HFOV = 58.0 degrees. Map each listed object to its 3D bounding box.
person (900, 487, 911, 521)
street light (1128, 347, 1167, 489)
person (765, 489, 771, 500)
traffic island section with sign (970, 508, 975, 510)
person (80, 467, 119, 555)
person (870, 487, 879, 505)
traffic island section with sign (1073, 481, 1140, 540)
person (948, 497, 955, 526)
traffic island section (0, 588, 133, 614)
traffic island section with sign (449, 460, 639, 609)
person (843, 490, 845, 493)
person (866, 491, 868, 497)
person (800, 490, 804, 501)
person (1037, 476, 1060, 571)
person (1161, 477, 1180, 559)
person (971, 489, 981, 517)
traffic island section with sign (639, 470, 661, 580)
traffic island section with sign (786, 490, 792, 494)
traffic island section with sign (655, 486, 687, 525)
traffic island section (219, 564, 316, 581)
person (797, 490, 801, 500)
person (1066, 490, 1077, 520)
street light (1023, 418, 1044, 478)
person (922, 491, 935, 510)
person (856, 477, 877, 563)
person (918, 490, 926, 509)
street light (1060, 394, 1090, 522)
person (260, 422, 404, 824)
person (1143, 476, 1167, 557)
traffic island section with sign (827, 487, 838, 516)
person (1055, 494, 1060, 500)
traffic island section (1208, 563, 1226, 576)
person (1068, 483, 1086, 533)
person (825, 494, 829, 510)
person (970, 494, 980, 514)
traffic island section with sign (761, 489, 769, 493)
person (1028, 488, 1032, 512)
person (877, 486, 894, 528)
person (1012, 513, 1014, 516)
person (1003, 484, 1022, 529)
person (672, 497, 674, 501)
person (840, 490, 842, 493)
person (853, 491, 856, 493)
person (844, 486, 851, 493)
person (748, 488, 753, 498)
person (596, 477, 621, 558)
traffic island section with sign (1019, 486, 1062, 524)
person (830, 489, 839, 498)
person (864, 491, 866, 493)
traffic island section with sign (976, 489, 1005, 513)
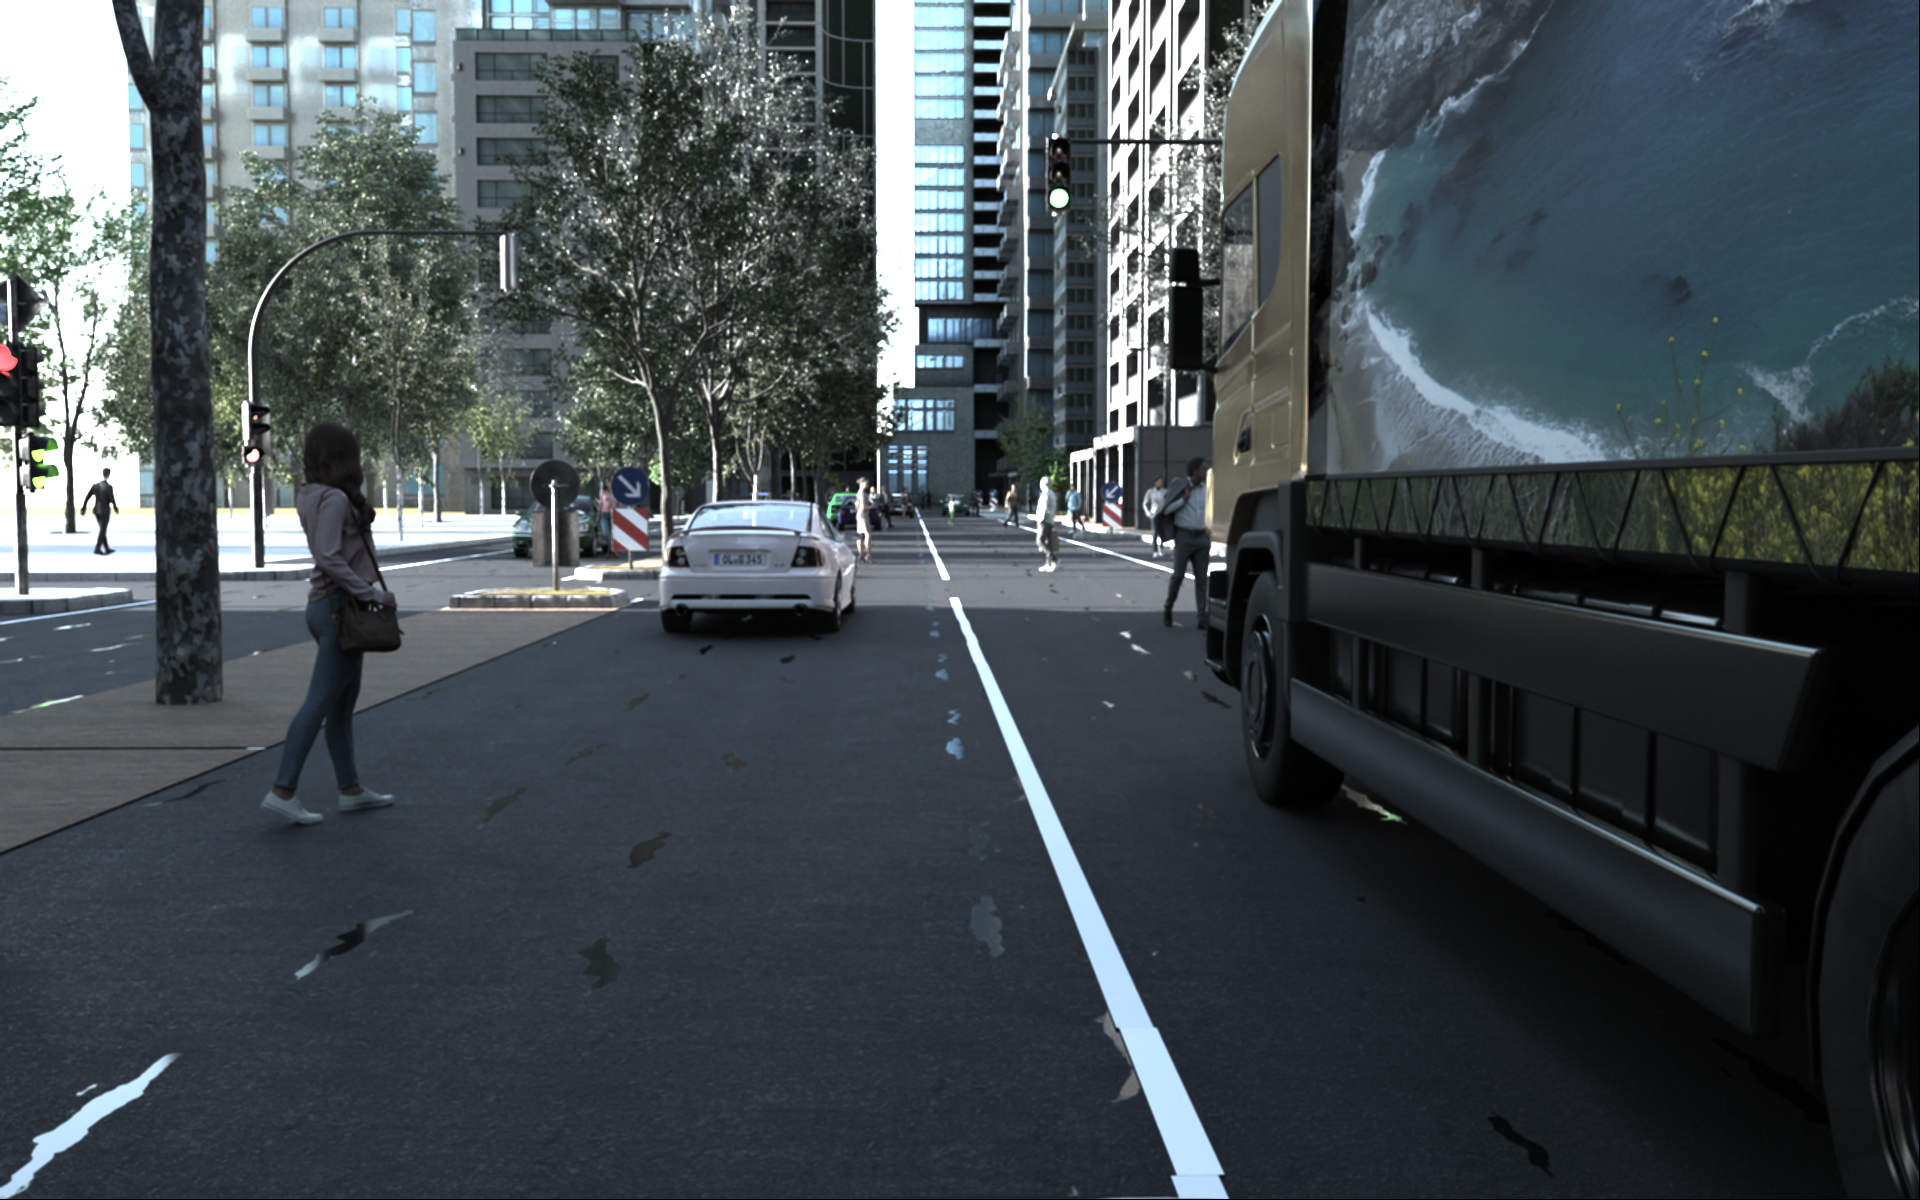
[{"bbox_3d":[-2.882,-5.034,91.170,0.532,1.782,0.716,2,4,35],"label":"person"},{"bbox_3d":[5.997,-5.042,54.979,1.470,5.913,1.316,0,4,-2],"label":"street light"},{"bbox_3d":[-8.486,-4.253,78.317,0.678,1.792,0.850,0,4,-7],"label":"person"},{"bbox_3d":[1.635,-9.209,159.191,1.989,1.847,2.006,0,4,-2],"label":"traffic island section with sign"},{"bbox_3d":[-18.014,-1.875,36.480,0.659,1.850,0.755,1,4,15],"label":"person"},{"bbox_3d":[-4.296,-4.797,87.118,0.537,1.800,0.526,0,4,-2],"label":"person"},{"bbox_3d":[4.640,-2.844,55.123,1.989,1.847,2.006,0,4,-2],"label":"traffic island section with sign"},{"bbox_3d":[-0.376,-3.999,78.134,0.306,1.304,0.590,2,4,34],"label":"person"},{"bbox_3d":[-11.948,0.014,22.052,2.009,0.180,2.903,0,4,-2],"label":"traffic island section"},{"bbox_3d":[-5.377,-0.877,22.476,2.006,1.907,1.989,0,4,-2],"label":"traffic island section with sign"},{"bbox_3d":[-10.938,-9.506,164.063,1.348,1.807,0.705,3,4,36],"label":"person"},{"bbox_3d":[-9.308,-9.900,171.301,0.436,1.711,0.756,0,4,-8],"label":"person"},{"bbox_3d":[-16.210,-10.424,179.030,0.705,1.812,1.348,-2,4,-35],"label":"person"},{"bbox_3d":[1.690,-1.438,32.502,0.515,1.767,0.782,1,4,16],"label":"person"},{"bbox_3d":[4.789,-1.829,38.586,0.590,1.801,0.661,-2,4,-33],"label":"person"},{"bbox_3d":[1.035,-6.090,108.519,0.683,1.767,0.568,-3,5,-40],"label":"person"},{"bbox_3d":[-5.582,-1.330,29.880,2.006,1.907,1.989,0,4,-2],"label":"traffic island section with sign"},{"bbox_3d":[-15.586,-9.193,158.934,1.989,1.847,2.006,0,4,-2],"label":"traffic island section with sign"},{"bbox_3d":[-13.357,-4.494,82.106,1.989,1.847,2.006,0,4,-2],"label":"traffic island section with sign"},{"bbox_3d":[-12.180,-0.474,30.034,2.009,0.180,2.903,0,4,-2],"label":"traffic island section"},{"bbox_3d":[-14.274,-8.841,153.046,0.705,1.824,1.348,0,4,3],"label":"person"},{"bbox_3d":[5.641,-4.913,86.711,0.623,1.781,0.721,0,4,-8],"label":"person"},{"bbox_3d":[4.524,-8.131,105.479,1.470,5.913,1.316,0,4,-2],"label":"street light"},{"bbox_3d":[-2.857,-9.153,158.870,1.217,1.735,0.721,0,4,0],"label":"person"},{"bbox_3d":[-1.970,-1.676,36.249,0.374,1.781,0.599,-1,4,-17],"label":"person"},{"bbox_3d":[-3.528,-9.498,163.877,0.705,1.814,1.350,-2,4,-28],"label":"person"},{"bbox_3d":[5.351,-6.611,80.638,1.470,5.913,1.316,0,4,-2],"label":"street light"},{"bbox_3d":[-2.822,0.085,7.694,0.643,1.750,0.593,-2,4,-35],"label":"person"},{"bbox_3d":[4.504,-1.906,39.514,0.661,1.843,0.795,0,4,-2],"label":"person"},{"bbox_3d":[-7.767,-5.924,104.987,2.006,1.907,1.989,0,4,-2],"label":"traffic island section with sign"},{"bbox_3d":[6.404,-6.795,117.133,0.705,1.826,1.348,-2,4,-30],"label":"person"},{"bbox_3d":[5.354,-0.505,30.535,2.009,0.180,2.903,0,4,-2],"label":"traffic island section"},{"bbox_3d":[4.303,-3.361,63.467,0.620,1.820,0.660,-2,4,-30],"label":"person"},{"bbox_3d":[-11.723,-8.781,152.993,0.530,1.710,0.541,1,4,23],"label":"person"},{"bbox_3d":[1.038,-6.791,122.774,0.697,1.427,0.421,0,4,1],"label":"person"},{"bbox_3d":[-14.797,-7.531,131.760,1.989,1.847,2.006,0,4,-2],"label":"traffic island section with sign"},{"bbox_3d":[4.818,-6.967,120.664,0.721,1.735,1.217,0,3,0],"label":"person"},{"bbox_3d":[-3.188,-3.975,73.881,0.834,1.777,0.661,3,5,41],"label":"person"},{"bbox_3d":[3.483,-6.218,113.392,0.421,1.427,0.697,-1,4,-23],"label":"person"},{"bbox_3d":[2.145,-3.846,71.294,0.836,1.842,0.656,2,4,26],"label":"person"},{"bbox_3d":[-11.995,-3.840,71.464,0.526,1.800,0.537,2,4,23],"label":"person"},{"bbox_3d":[-9.164,-7.597,133.638,0.541,1.710,0.530,1,4,10],"label":"person"},{"bbox_3d":[-9.127,-8.669,150.914,0.721,1.739,1.217,3,5,43],"label":"person"},{"bbox_3d":[-5.502,-4.592,83.761,0.592,1.802,0.473,-1,4,-23],"label":"person"},{"bbox_3d":[-13.324,-6.263,110.912,0.705,1.823,1.348,1,4,10],"label":"person"},{"bbox_3d":[-7.835,-1.841,38.607,0.555,1.821,0.388,-1,4,-13],"label":"person"},{"bbox_3d":[3.834,-4.560,83.184,1.989,1.847,2.006,0,4,-2],"label":"traffic island section with sign"},{"bbox_3d":[-8.549,-6.795,119.581,1.348,1.826,0.705,2,4,25],"label":"person"},{"bbox_3d":[-7.928,-8.342,145.415,0.721,1.766,1.217,-2,4,-31],"label":"person"},{"bbox_3d":[2.409,-7.561,132.247,1.989,1.847,2.006,0,4,-2],"label":"traffic island section with sign"}]
